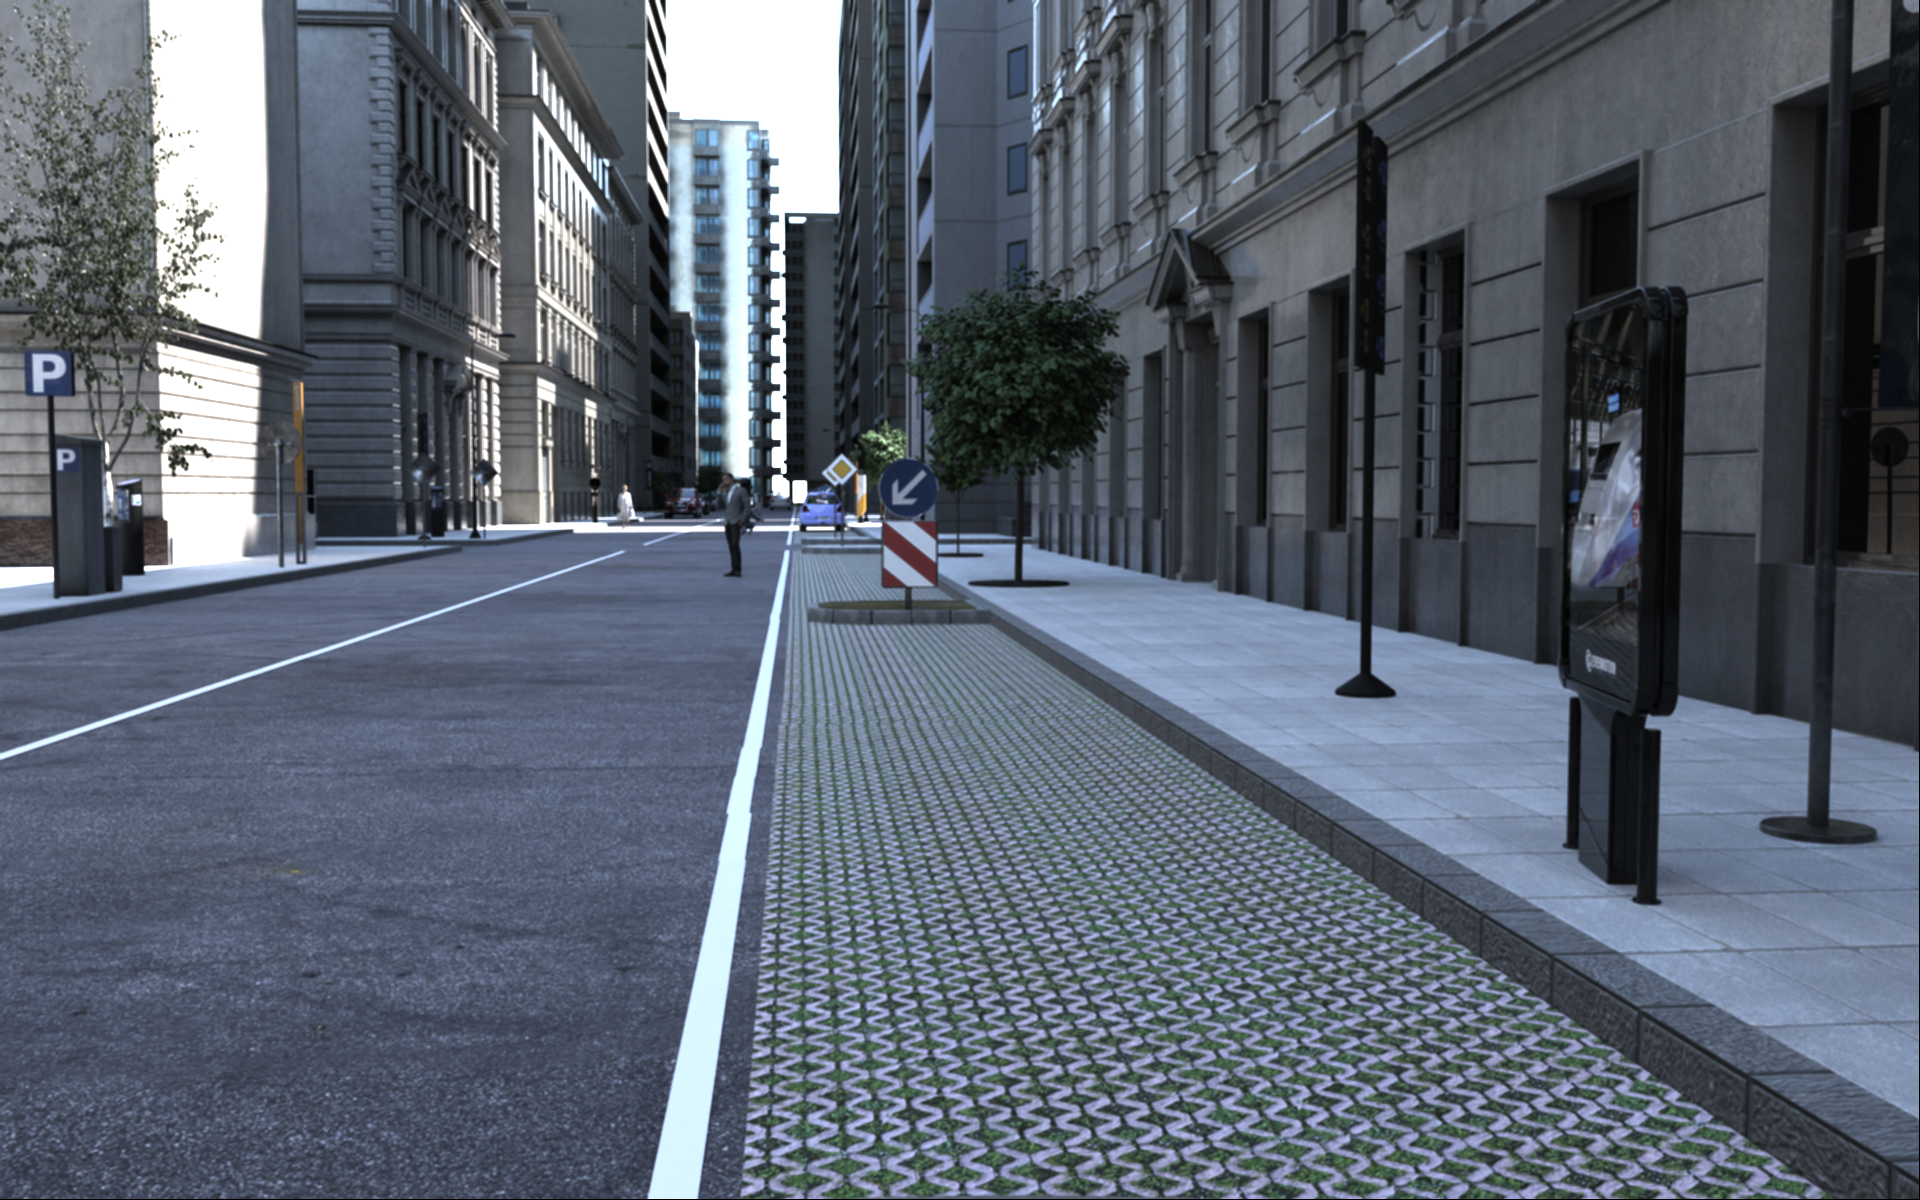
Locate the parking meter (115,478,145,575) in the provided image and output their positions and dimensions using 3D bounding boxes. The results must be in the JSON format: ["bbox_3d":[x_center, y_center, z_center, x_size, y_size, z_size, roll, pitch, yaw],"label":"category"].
[{"bbox_3d":[-13.135,-1.163,27.421,0.372,1.533,0.369,0,3,0],"label":"parking meter"}]

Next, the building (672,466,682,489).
[{"bbox_3d":[-35.656,-43.768,153.857,20.563,71.187,20.611,0,4,-5],"label":"building"}]

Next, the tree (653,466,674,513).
[{"bbox_3d":[-20.355,-7.580,118.532,1.663,3.219,1.824,0,3,0],"label":"tree"}]

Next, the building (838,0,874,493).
[{"bbox_3d":[-0.317,-32.814,160.205,21.300,48.544,21.600,0,4,-5],"label":"building"}]

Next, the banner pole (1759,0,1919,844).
[{"bbox_3d":[3.410,-0.994,6.272,0.863,3.779,0.401,3,5,42],"label":"banner pole"}]

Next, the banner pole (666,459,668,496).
[{"bbox_3d":[-20.739,-8.112,122.640,0.401,3.779,0.863,0,4,-5],"label":"banner pole"}]

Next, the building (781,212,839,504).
[{"bbox_3d":[-11.137,-32.623,225.260,23.993,40.220,32.217,0,4,-5],"label":"building"}]

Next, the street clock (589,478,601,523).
[{"bbox_3d":[-16.074,-4.387,76.291,0.471,2.002,0.358,-1,4,-16],"label":"street clock"}]

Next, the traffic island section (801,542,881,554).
[{"bbox_3d":[-2.866,-1.236,42.497,2.009,0.180,2.903,0,4,-5],"label":"traffic island section"}]

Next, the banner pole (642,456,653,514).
[{"bbox_3d":[-20.523,-7.569,113.767,0.863,3.779,0.401,1,4,17],"label":"banner pole"}]

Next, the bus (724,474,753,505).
[{"bbox_3d":[-23.242,-11.439,181.893,2.948,3.499,13.247,0,4,-7],"label":"bus"}]

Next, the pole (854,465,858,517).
[{"bbox_3d":[-5.835,-6.331,97.357,0.158,3.312,0.155,0,3,0],"label":"pole"}]

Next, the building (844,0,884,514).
[{"bbox_3d":[2.669,-41.374,114.718,20.563,71.187,20.611,0,4,-5],"label":"building"}]

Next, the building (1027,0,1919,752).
[{"bbox_3d":[11.561,-14.905,20.108,17.030,29.872,44.131,0,4,-5],"label":"building"}]

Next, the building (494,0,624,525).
[{"bbox_3d":[-25.907,-15.355,84.338,16.112,22.955,30.059,0,4,-5],"label":"building"}]

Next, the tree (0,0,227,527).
[{"bbox_3d":[-12.581,-4.580,25.242,4.360,8.622,3.978,0,3,0],"label":"tree"}]

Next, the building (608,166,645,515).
[{"bbox_3d":[-26.265,-17.160,109.441,11.050,23.489,19.941,0,4,-5],"label":"building"}]

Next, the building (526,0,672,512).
[{"bbox_3d":[-33.971,-31.182,133.524,21.300,48.544,21.600,0,4,-5],"label":"building"}]

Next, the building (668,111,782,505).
[{"bbox_3d":[-37.932,-36.663,219.043,30.456,49.044,23.786,0,4,-5],"label":"building"}]

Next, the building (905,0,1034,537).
[{"bbox_3d":[12.703,-31.671,59.827,28.212,58.520,21.231,0,4,-5],"label":"building"}]

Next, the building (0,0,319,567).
[{"bbox_3d":[-23.523,-10.361,34.030,19.286,19.102,10.561,0,4,-5],"label":"building"}]

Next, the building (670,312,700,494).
[{"bbox_3d":[-43.013,-20.705,183.566,28.899,21.520,27.650,0,4,-5],"label":"building"}]

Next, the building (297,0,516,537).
[{"bbox_3d":[-22.387,-14.111,59.587,11.050,23.489,19.941,0,4,-5],"label":"building"}]

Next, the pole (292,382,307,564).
[{"bbox_3d":[-12.086,-2.315,31.700,0.158,3.312,0.155,0,3,0],"label":"pole"}]

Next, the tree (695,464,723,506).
[{"bbox_3d":[-27.047,-12.465,187.519,4.285,4.588,4.351,0,3,0],"label":"tree"}]

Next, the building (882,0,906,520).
[{"bbox_3d":[2.889,-19.502,90.559,14.160,30.474,14.107,0,4,-5],"label":"building"}]

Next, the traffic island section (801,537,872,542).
[{"bbox_3d":[-3.611,-1.723,50.447,2.009,0.180,2.903,0,4,-5],"label":"traffic island section"}]

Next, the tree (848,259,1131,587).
[{"bbox_3d":[0.762,-2.487,24.375,4.285,4.588,4.351,0,3,0],"label":"tree"}]

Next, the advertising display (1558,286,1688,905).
[{"bbox_3d":[2.196,-0.036,5.807,0.123,1.923,0.974,0,4,5],"label":"advertising display"}]

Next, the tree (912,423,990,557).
[{"bbox_3d":[-0.169,-2.506,35.582,1.663,3.219,1.824,0,3,0],"label":"tree"}]

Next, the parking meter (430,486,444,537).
[{"bbox_3d":[-15.633,-2.654,51.803,0.372,1.533,0.369,0,3,0],"label":"parking meter"}]

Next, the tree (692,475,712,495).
[{"bbox_3d":[-26.725,-11.376,180.592,1.663,3.219,1.824,0,3,0],"label":"tree"}]
